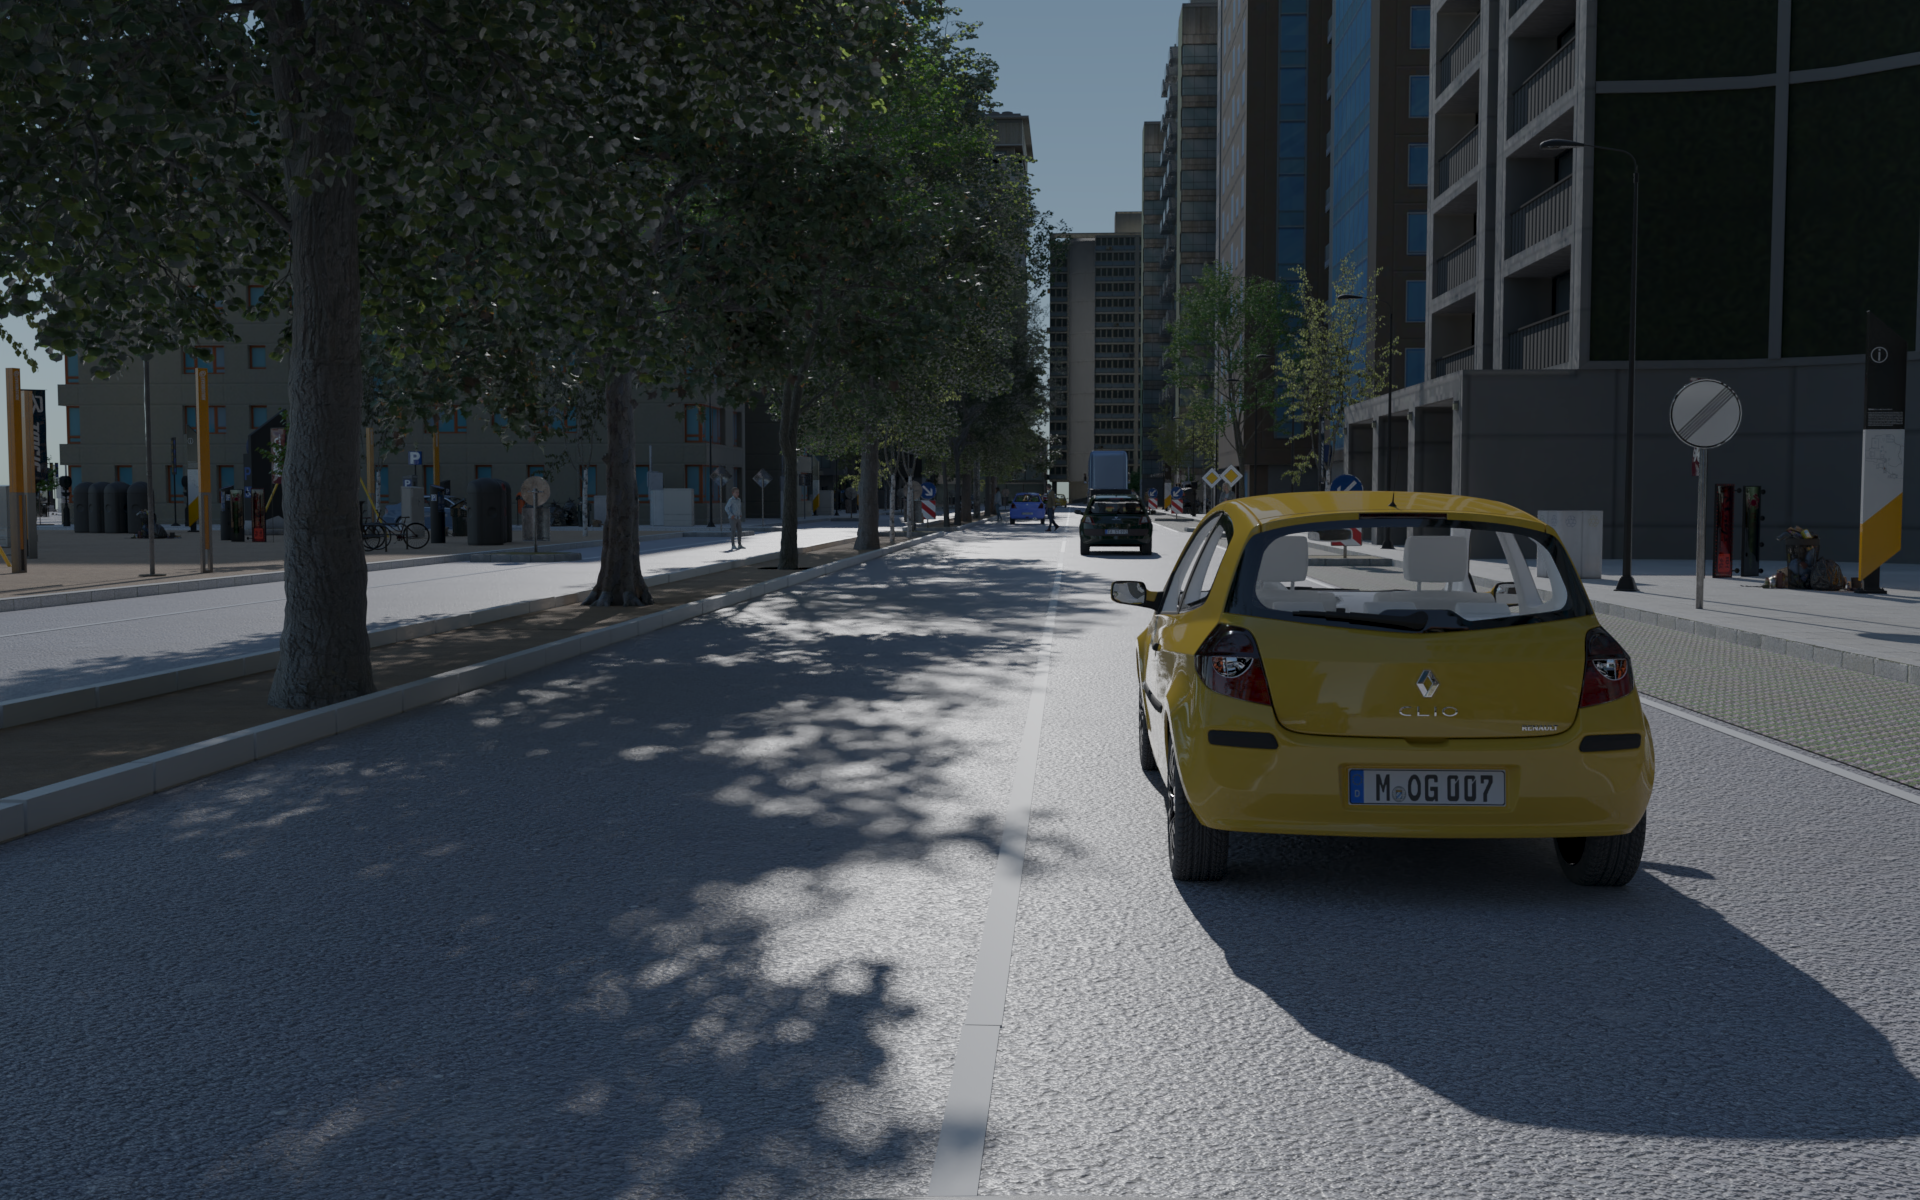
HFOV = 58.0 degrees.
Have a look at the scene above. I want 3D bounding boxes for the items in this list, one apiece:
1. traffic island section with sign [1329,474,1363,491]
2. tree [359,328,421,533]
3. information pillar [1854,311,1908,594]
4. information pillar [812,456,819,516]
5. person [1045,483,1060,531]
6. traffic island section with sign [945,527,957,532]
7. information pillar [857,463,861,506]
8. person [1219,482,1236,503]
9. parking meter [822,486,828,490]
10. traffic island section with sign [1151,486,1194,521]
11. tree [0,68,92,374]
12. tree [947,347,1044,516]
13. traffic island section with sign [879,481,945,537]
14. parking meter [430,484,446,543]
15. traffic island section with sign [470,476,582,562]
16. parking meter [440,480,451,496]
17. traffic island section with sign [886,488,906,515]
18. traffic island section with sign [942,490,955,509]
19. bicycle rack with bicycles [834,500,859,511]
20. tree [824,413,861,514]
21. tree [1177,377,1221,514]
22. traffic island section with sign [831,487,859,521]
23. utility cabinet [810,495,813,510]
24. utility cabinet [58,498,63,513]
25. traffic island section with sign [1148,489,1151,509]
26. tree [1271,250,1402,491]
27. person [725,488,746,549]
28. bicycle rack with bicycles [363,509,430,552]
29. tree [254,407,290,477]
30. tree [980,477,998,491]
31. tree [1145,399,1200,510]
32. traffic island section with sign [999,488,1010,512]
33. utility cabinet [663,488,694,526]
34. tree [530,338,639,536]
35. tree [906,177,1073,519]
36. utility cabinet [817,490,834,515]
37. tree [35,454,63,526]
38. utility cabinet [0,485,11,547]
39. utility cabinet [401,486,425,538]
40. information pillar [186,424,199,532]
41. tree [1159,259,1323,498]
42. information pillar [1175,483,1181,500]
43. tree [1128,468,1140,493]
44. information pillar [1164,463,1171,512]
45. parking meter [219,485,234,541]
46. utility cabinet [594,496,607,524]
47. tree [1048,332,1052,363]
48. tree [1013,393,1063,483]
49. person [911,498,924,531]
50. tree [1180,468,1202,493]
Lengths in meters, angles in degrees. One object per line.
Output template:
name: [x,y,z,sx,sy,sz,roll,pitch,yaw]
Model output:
traffic island section with sign: [7.604,-1.621,35.128,1.989,1.847,2.006,0,4,4]
tree: [-19.252,-6.540,57.285,4.360,8.622,3.978,0,3,0]
information pillar: [11.828,-1.888,22.221,0.504,3.616,0.183,1,4,9]
information pillar: [-8.507,-6.780,102.205,0.504,3.616,0.183,3,5,42]
person: [3.513,-3.570,66.773,0.836,1.842,0.656,-3,5,-44]
traffic island section with sign: [-1.178,-3.559,66.322,2.006,1.907,1.989,0,4,4]
information pillar: [-6.823,-7.814,119.114,0.504,3.616,0.183,-1,4,-10]
person: [8.421,-2.810,54.629,0.537,1.800,0.526,2,4,32]
parking meter: [-9.257,-6.897,118.478,0.399,1.863,0.255,-3,4,-37]
traffic island section with sign: [11.240,-5.038,90.992,1.989,1.847,2.006,0,4,4]
tree: [-12.948,-4.366,21.743,4.737,8.622,4.395,0,3,0]
tree: [1.681,-11.657,111.175,7.486,12.596,7.792,0,3,0]
traffic island section with sign: [-1.668,-3.107,58.931,2.006,1.907,1.989,0,4,4]
parking meter: [-13.611,-2.246,45.139,0.372,1.533,0.369,0,3,0]
traffic island section with sign: [-9.262,-1.753,37.291,1.989,1.847,2.006,0,4,4]
parking meter: [-21.157,-4.005,71.196,0.255,1.863,0.399,2,4,30]
traffic island section with sign: [-3.981,-6.729,118.654,1.989,1.847,2.006,0,4,4]
traffic island section with sign: [-0.717,-9.802,168.895,1.989,1.847,2.006,0,4,4]
bicycle rack with bicycles: [-8.217,-7.248,131.882,2.852,0.926,2.925,3,4,38]
tree: [-7.216,-9.900,112.227,4.737,8.622,4.395,0,3,0]
tree: [15.613,-9.679,108.609,4.360,8.622,3.978,0,3,0]
traffic island section with sign: [-5.739,-5.076,91.617,1.989,1.847,2.006,0,4,4]
utility cabinet: [-11.667,-7.906,140.420,1.020,1.237,0.306,1,4,10]
utility cabinet: [-62.371,-6.672,120.243,0.306,1.237,1.020,-3,5,-40]
traffic island section with sign: [12.980,-6.683,117.891,1.989,1.847,2.006,0,4,4]
tree: [11.383,-6.293,53.256,4.360,8.622,3.978,0,3,0]
person: [-5.847,-2.126,45.066,0.330,1.601,0.589,3,5,42]
bicycle rack with bicycles: [-13.804,-1.585,39.301,2.925,0.926,2.852,0,4,-2]
tree: [-12.435,-2.375,33.432,1.663,3.219,1.824,0,3,0]
tree: [2.599,-10.732,128.284,4.360,8.622,3.978,0,3,0]
tree: [16.570,-11.314,135.346,4.737,8.622,4.395,0,3,0]
traffic island section with sign: [3.677,-8.145,141.304,2.006,1.907,1.989,0,4,4]
utility cabinet: [-11.091,-3.649,68.347,1.173,1.500,0.318,1,4,12]
tree: [-11.434,-6.247,52.508,4.360,8.622,3.978,0,3,0]
tree: [-0.183,-14.836,100.913,12.611,20.169,13.585,0,3,0]
utility cabinet: [-8.083,-5.778,103.157,1.173,1.500,0.318,2,4,28]
tree: [-37.811,-4.667,70.908,1.663,3.219,1.824,0,3,0]
utility cabinet: [-23.107,-2.016,41.636,1.173,1.500,0.318,2,4,32]
utility cabinet: [-15.819,-2.535,50.132,0.318,1.500,1.173,0,4,0]
information pillar: [-25.705,-4.085,58.152,0.504,3.616,0.183,1,4,10]
tree: [12.518,-9.278,77.449,9.928,11.665,9.643,0,3,0]
information pillar: [14.688,-6.858,116.621,0.304,2.012,0.304,-2,4,-32]
tree: [22.342,-14.343,218.216,4.285,4.588,4.351,0,3,0]
information pillar: [15.239,-8.299,127.036,0.504,3.616,0.183,0,4,3]
parking meter: [-20.290,-2.419,47.963,0.372,1.533,0.369,0,3,0]
utility cabinet: [-14.556,-3.684,71.396,1.020,1.237,0.306,0,4,-7]
tree: [0.284,-11.047,89.735,9.857,13.997,8.962,0,3,0]
tree: [2.354,-12.252,119.777,9.611,12.733,9.660,0,3,0]
person: [-1.662,-3.389,64.395,0.515,1.767,0.782,-1,4,-20]
tree: [16.963,-8.101,127.047,1.663,3.219,1.824,0,3,0]
